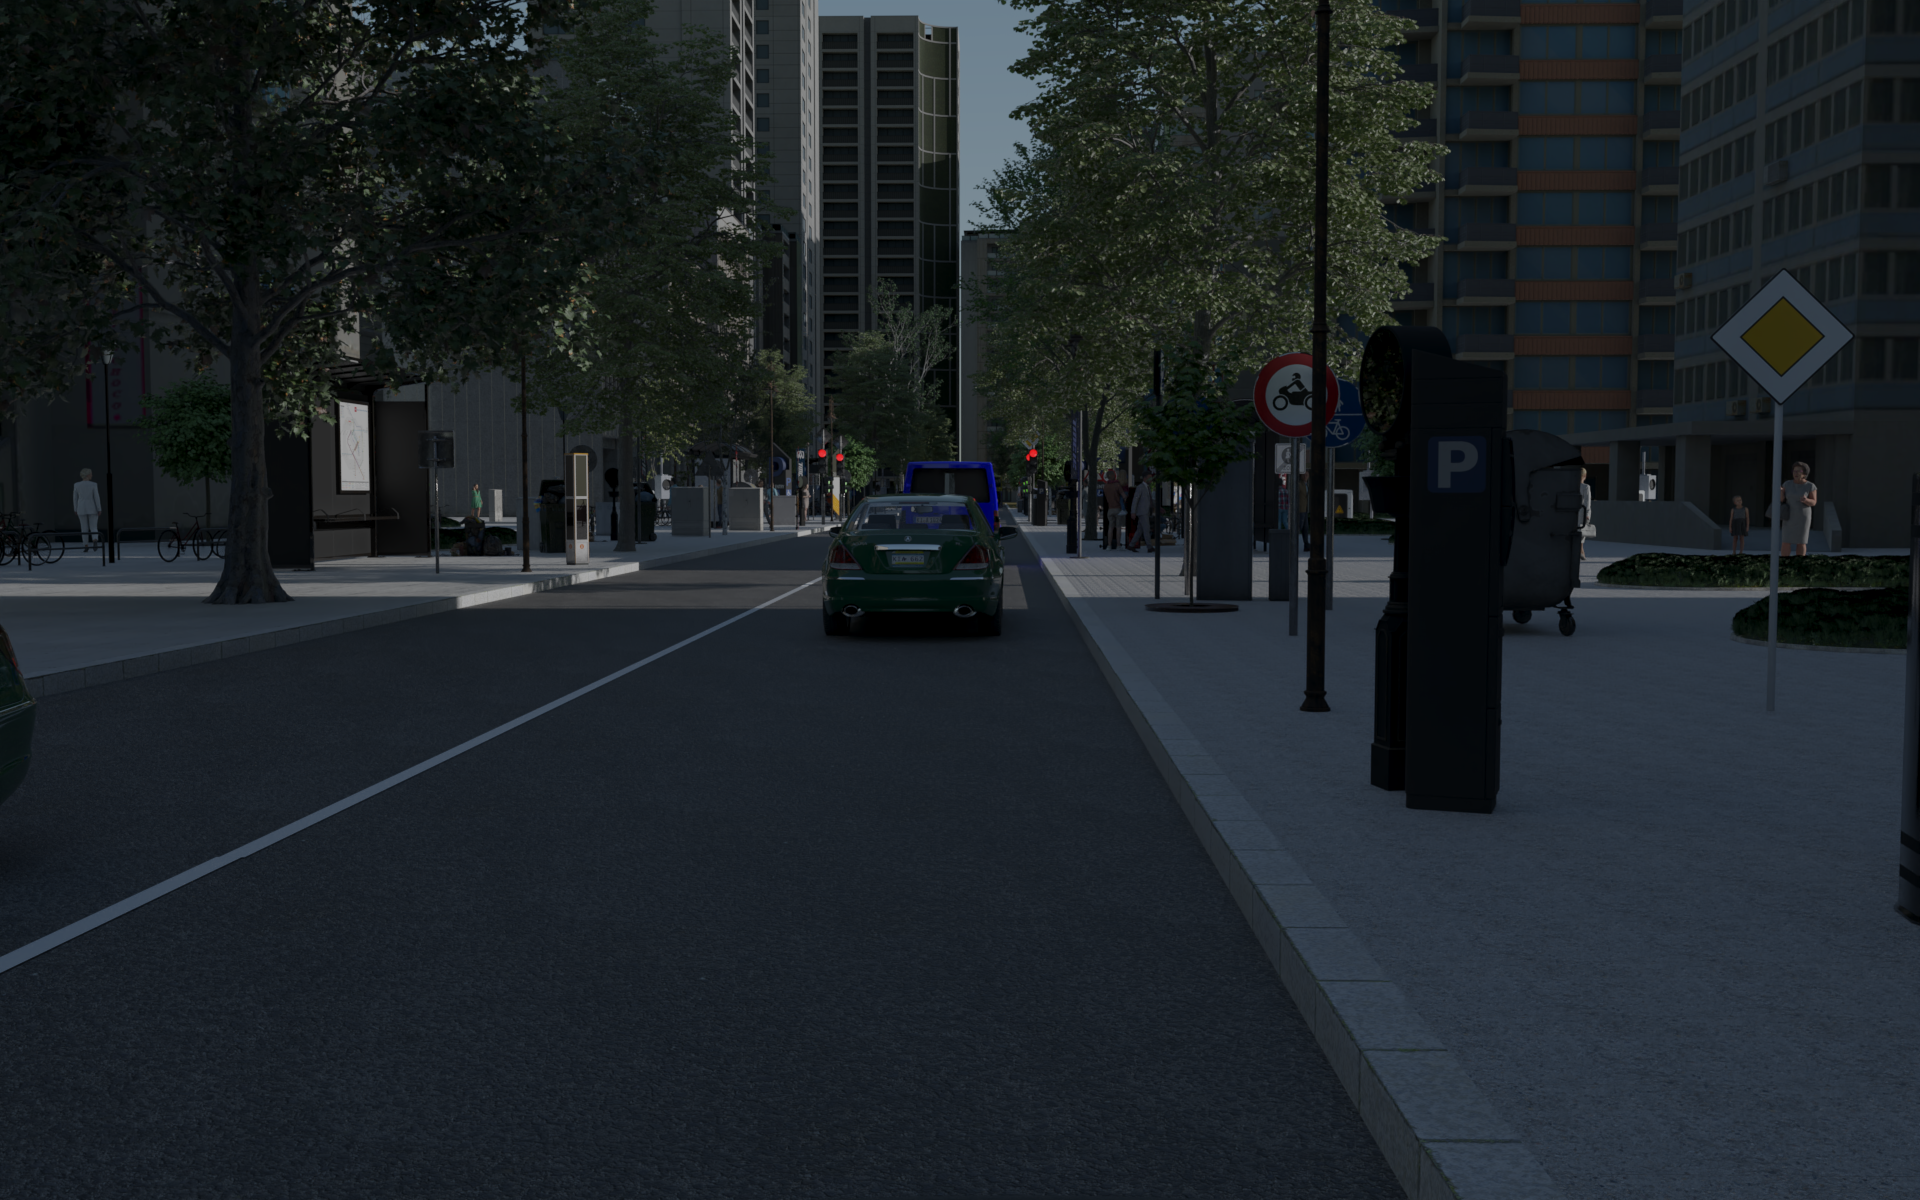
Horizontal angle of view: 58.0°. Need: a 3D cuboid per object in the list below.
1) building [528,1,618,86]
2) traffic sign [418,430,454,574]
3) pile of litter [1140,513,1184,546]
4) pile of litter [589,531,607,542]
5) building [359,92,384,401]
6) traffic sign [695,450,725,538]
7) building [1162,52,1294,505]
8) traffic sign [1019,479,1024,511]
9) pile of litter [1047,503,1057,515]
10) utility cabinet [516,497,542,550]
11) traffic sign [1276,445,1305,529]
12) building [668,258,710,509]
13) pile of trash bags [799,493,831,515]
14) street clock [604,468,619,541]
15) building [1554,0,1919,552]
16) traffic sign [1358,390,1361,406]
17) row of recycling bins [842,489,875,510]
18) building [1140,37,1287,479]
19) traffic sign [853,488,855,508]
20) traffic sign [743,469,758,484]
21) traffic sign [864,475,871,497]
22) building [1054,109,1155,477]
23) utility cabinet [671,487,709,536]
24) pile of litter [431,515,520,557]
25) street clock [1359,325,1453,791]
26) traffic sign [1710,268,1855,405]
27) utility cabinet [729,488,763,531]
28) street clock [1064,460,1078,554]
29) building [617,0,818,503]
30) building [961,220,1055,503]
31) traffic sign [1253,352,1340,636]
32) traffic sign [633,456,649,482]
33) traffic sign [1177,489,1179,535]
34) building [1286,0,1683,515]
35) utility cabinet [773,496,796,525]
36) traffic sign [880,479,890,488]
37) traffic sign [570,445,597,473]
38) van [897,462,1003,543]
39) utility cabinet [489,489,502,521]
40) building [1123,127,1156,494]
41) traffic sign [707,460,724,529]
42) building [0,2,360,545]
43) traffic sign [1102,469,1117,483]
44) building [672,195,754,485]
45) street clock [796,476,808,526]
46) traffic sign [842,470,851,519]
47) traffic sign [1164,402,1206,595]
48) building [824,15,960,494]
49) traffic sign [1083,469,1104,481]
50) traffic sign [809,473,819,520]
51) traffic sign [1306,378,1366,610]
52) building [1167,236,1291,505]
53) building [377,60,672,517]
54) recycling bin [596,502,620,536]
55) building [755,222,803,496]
[{"bbox_3d":[-28.219,-44.462,165.208,20.563,71.187,20.611,0,4,1],"label":"building"},{"bbox_3d":[-8.430,-1.575,27.888,0.606,2.300,0.079,0,4,7],"label":"traffic sign"},{"bbox_3d":[4.881,-1.788,43.191,1.719,0.858,1.176,0,4,-7],"label":"pile of litter"},{"bbox_3d":[-10.300,-1.988,46.471,1.719,0.858,1.176,-1,4,-8],"label":"pile of litter"},{"bbox_3d":[-45.355,-19.214,101.532,23.554,28.519,14.401,0,4,1],"label":"building"},{"bbox_3d":[-7.343,-3.105,50.777,0.884,2.594,0.081,0,4,5],"label":"traffic sign"},{"bbox_3d":[26.164,-29.391,164.142,14.154,41.232,14.086,0,4,1],"label":"building"},{"bbox_3d":[4.699,-7.798,127.597,0.768,2.556,0.104,1,4,8],"label":"traffic sign"},{"bbox_3d":[5.397,-5.606,105.616,1.719,0.858,1.176,-2,4,-33],"label":"pile of litter"},{"bbox_3d":[-9.613,-1.733,39.489,1.020,1.237,0.306,1,4,21],"label":"utility cabinet"},{"bbox_3d":[6.679,-2.016,35.086,0.606,2.300,0.079,0,4,4],"label":"traffic sign"},{"bbox_3d":[-25.252,-17.715,125.790,11.583,22.565,21.152,0,4,1],"label":"building"},{"bbox_3d":[-8.627,-5.843,105.291,1.912,1.369,3.447,2,4,27],"label":"pile of trash bags"},{"bbox_3d":[-9.508,-2.633,47.614,0.471,2.002,0.358,0,4,3],"label":"street clock"},{"bbox_3d":[33.501,-21.596,44.970,32.217,40.220,23.993,0,4,1],"label":"building"},{"bbox_3d":[3.859,-0.921,15.169,0.768,2.556,0.104,0,4,4],"label":"traffic sign"},{"bbox_3d":[-8.162,-7.817,134.919,3.534,1.692,1.069,-1,4,-9],"label":"row of recycling bins"},{"bbox_3d":[32.096,-34.642,186.006,23.786,49.044,30.456,0,4,1],"label":"building"},{"bbox_3d":[-6.440,-6.436,105.235,0.884,2.594,0.081,0,4,5],"label":"traffic sign"},{"bbox_3d":[-10.637,-5.376,88.006,0.768,2.556,0.104,1,4,9],"label":"traffic sign"},{"bbox_3d":[-5.716,-6.324,103.511,0.768,2.556,0.104,1,4,10],"label":"traffic sign"},{"bbox_3d":[28.290,-44.016,261.662,28.212,58.520,21.231,0,4,1],"label":"building"},{"bbox_3d":[-8.170,-2.673,52.377,1.173,1.500,0.318,2,4,27],"label":"utility cabinet"},{"bbox_3d":[-10.071,-1.346,35.980,1.719,0.858,1.176,1,4,10],"label":"pile of litter"},{"bbox_3d":[1.921,-0.180,7.520,0.358,2.002,0.471,-1,4,-10],"label":"street clock"},{"bbox_3d":[4.810,-0.637,10.143,0.795,2.593,0.064,1,4,9],"label":"traffic sign"},{"bbox_3d":[-7.401,-3.129,59.838,1.173,1.500,0.318,1,4,21],"label":"utility cabinet"},{"bbox_3d":[2.405,-1.998,37.245,0.358,2.002,0.471,-1,4,-15],"label":"street clock"},{"bbox_3d":[-27.932,-47.020,207.026,20.611,71.187,20.563,0,4,1],"label":"building"},{"bbox_3d":[7.085,-35.249,259.911,14.086,41.232,14.154,0,4,1],"label":"building"},{"bbox_3d":[3.023,-0.949,15.629,0.768,2.556,0.104,1,4,8],"label":"traffic sign"},{"bbox_3d":[-10.820,-3.550,58.152,0.768,2.556,0.104,0,4,7],"label":"traffic sign"},{"bbox_3d":[6.893,-3.340,54.710,0.768,2.556,0.104,1,4,9],"label":"traffic sign"},{"bbox_3d":[33.248,-27.512,104.451,28.867,44.769,22.147,0,4,1],"label":"building"},{"bbox_3d":[-7.293,-3.697,71.605,1.020,1.237,0.306,0,4,-3],"label":"utility cabinet"},{"bbox_3d":[-4.935,-6.842,113.999,0.606,2.300,0.079,0,4,4],"label":"traffic sign"},{"bbox_3d":[-9.753,-2.732,44.777,0.768,2.556,0.104,0,4,2],"label":"traffic sign"},{"bbox_3d":[-0.207,-1.866,34.896,2.240,2.365,5.245,0,4,0],"label":"van"},{"bbox_3d":[-21.584,-4.394,80.525,0.318,1.500,1.173,0,4,1],"label":"utility cabinet"},{"bbox_3d":[27.125,-34.176,208.890,14.600,45.320,14.200,0,4,1],"label":"building"},{"bbox_3d":[-9.030,-3.887,63.654,0.768,2.556,0.104,1,4,11],"label":"traffic sign"},{"bbox_3d":[-31.648,-26.002,48.827,21.600,48.544,21.300,0,4,1],"label":"building"},{"bbox_3d":[7.475,-5.309,86.904,0.768,2.556,0.104,0,4,7],"label":"traffic sign"},{"bbox_3d":[-24.803,-20.073,146.221,12.078,24.808,19.932,0,4,1],"label":"building"},{"bbox_3d":[-6.336,-3.970,69.486,0.358,2.002,0.471,-3,5,-39],"label":"street clock"},{"bbox_3d":[-6.018,-5.478,89.673,0.768,2.556,0.104,1,4,9],"label":"traffic sign"},{"bbox_3d":[2.888,-1.333,21.894,0.768,2.556,0.104,0,4,8],"label":"traffic sign"},{"bbox_3d":[-10.491,-50.414,262.516,20.611,71.187,20.563,0,4,1],"label":"building"},{"bbox_3d":[5.515,-4.370,71.452,0.884,2.594,0.081,1,4,9],"label":"traffic sign"},{"bbox_3d":[-7.213,-5.081,85.198,0.606,2.300,0.079,1,4,9],"label":"traffic sign"},{"bbox_3d":[4.083,-1.160,19.079,0.768,2.556,0.104,1,4,11],"label":"traffic sign"},{"bbox_3d":[30.952,-17.468,130.647,27.650,21.520,28.899,0,4,1],"label":"building"},{"bbox_3d":[-25.501,-17.535,104.719,12.078,24.808,19.932,0,4,1],"label":"building"},{"bbox_3d":[-10.805,-2.517,53.705,0.722,1.027,0.722,2,4,23],"label":"recycling bin"},{"bbox_3d":[-24.486,-25.199,183.699,14.160,30.474,14.107,0,4,1],"label":"building"}]
